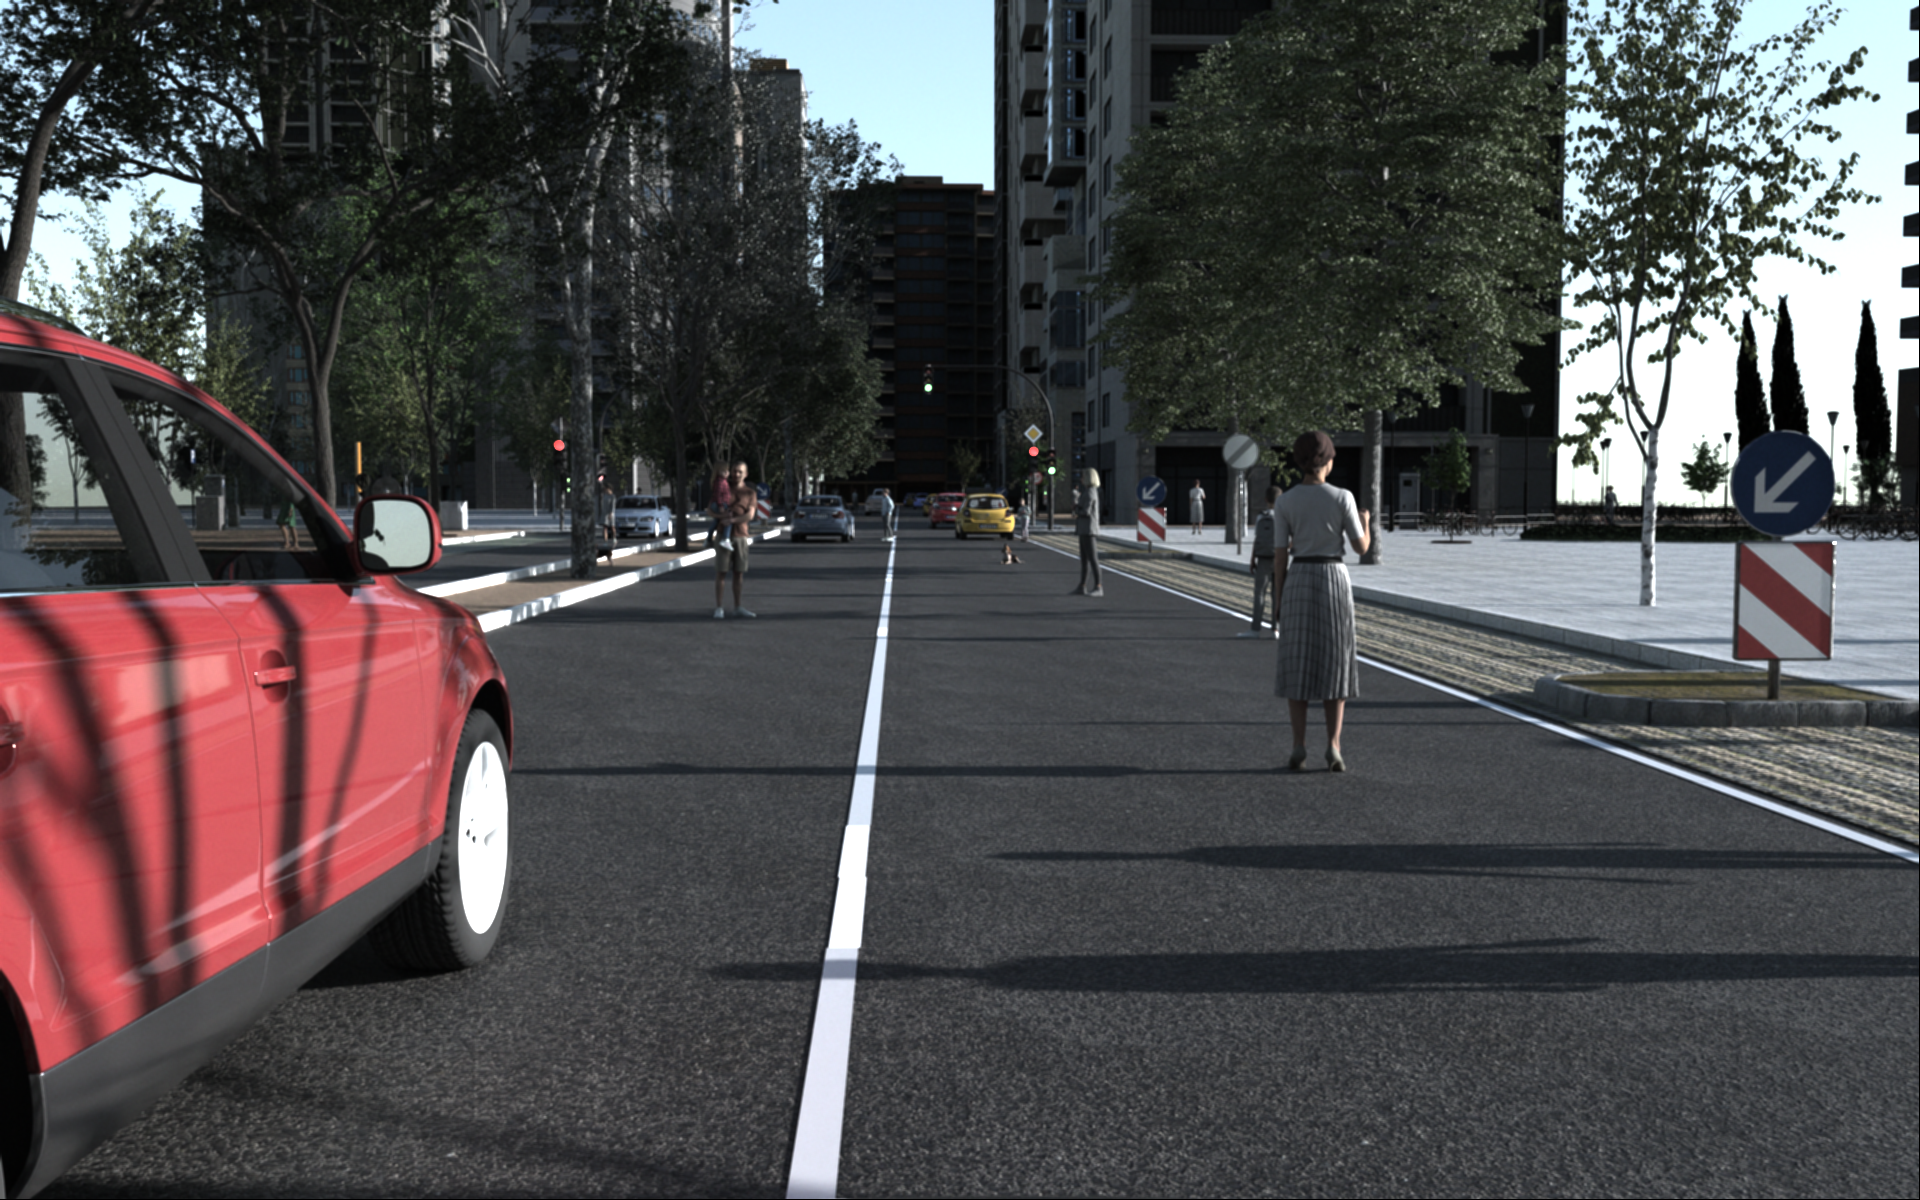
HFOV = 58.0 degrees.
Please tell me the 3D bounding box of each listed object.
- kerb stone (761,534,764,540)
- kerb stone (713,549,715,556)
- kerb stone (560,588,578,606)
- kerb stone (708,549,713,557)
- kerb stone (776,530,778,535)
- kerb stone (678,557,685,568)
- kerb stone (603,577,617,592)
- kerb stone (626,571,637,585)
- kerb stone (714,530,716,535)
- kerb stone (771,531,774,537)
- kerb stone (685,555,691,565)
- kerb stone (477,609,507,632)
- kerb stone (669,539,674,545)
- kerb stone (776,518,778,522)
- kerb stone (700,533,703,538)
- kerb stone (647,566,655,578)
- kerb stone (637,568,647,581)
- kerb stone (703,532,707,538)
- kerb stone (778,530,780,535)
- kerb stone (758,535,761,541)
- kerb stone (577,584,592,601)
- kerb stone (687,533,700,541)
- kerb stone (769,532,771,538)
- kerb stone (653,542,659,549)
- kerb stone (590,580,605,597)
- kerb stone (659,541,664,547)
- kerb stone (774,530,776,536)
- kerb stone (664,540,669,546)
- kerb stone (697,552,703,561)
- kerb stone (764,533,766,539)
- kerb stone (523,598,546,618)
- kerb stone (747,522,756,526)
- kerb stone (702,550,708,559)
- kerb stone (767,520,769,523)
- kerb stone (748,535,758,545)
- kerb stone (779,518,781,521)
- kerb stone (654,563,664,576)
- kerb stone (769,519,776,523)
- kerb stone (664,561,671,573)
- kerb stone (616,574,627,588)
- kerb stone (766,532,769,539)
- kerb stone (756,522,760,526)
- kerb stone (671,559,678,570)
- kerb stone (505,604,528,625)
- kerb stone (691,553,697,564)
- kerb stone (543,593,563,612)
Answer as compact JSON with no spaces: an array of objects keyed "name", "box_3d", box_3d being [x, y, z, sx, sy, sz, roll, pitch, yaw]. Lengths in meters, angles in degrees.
[{"name":"kerb stone","box_3d":[-6.205,-1.895,53.185,0.120,0.150,1.000,0,4,-2]},{"name":"kerb stone","box_3d":[-5.753,-1.082,39.883,0.120,0.150,1.000,0,4,-2]},{"name":"kerb stone","box_3d":[-5.142,-0.017,22.476,0.120,0.150,1.000,0,4,-2]},{"name":"kerb stone","box_3d":[-5.712,-1.019,38.862,0.120,0.150,1.000,0,4,-2]},{"name":"kerb stone","box_3d":[-6.416,-2.272,59.338,0.120,0.150,1.000,0,4,-2]},{"name":"kerb stone","box_3d":[-5.526,-0.704,33.740,0.120,0.150,1.000,0,4,-2]},{"name":"kerb stone","box_3d":[-5.243,-0.205,25.552,0.120,0.150,1.000,0,4,-2]},{"name":"kerb stone","box_3d":[-5.325,-0.330,27.598,0.120,0.150,1.000,0,4,-2]},{"name":"kerb stone","box_3d":[-8.508,-2.269,59.298,0.120,0.150,1.000,0,4,-2]},{"name":"kerb stone","box_3d":[-6.348,-2.145,57.291,0.120,0.150,1.000,0,4,-2]},{"name":"kerb stone","box_3d":[-5.569,-0.769,34.764,0.120,0.150,1.000,0,4,-2]},{"name":"kerb stone","box_3d":[-5.010,0.234,18.364,0.120,0.150,1.000,0,4,-2]},{"name":"kerb stone","box_3d":[-8.125,-1.581,48.050,0.120,0.150,1.000,0,4,-2]},{"name":"kerb stone","box_3d":[-9.535,-4.055,88.489,0.120,0.150,1.000,0,4,-2]},{"name":"kerb stone","box_3d":[-8.375,-2.019,55.209,0.120,0.150,1.000,0,4,-2]},{"name":"kerb stone","box_3d":[-5.395,-0.455,29.641,0.120,0.150,1.000,0,4,-2]},{"name":"kerb stone","box_3d":[-5.355,-0.392,28.620,0.120,0.150,1.000,0,4,-2]},{"name":"kerb stone","box_3d":[-8.417,-2.082,56.230,0.120,0.150,1.000,0,4,-2]},{"name":"kerb stone","box_3d":[-6.448,-2.332,60.360,0.120,0.150,1.000,0,4,-2]},{"name":"kerb stone","box_3d":[-6.170,-1.833,52.162,0.120,0.150,1.000,0,4,-2]},{"name":"kerb stone","box_3d":[-5.182,-0.080,23.502,0.120,0.150,1.000,0,4,-2]},{"name":"kerb stone","box_3d":[-8.339,-1.957,54.188,0.120,0.150,1.000,0,4,-2]},{"name":"kerb stone","box_3d":[-6.311,-2.084,56.269,0.120,0.150,1.000,0,4,-2]},{"name":"kerb stone","box_3d":[-8.010,-1.390,44.980,0.120,0.150,1.000,0,4,-2]},{"name":"kerb stone","box_3d":[-5.211,-0.140,24.530,0.120,0.150,1.000,0,4,-2]},{"name":"kerb stone","box_3d":[-8.064,-1.453,46.000,0.120,0.150,1.000,0,4,-2]},{"name":"kerb stone","box_3d":[-6.385,-2.209,58.317,0.120,0.150,1.000,0,4,-2]},{"name":"kerb stone","box_3d":[-8.096,-1.519,47.027,0.120,0.150,1.000,0,4,-2]},{"name":"kerb stone","box_3d":[-5.642,-0.893,36.807,0.120,0.150,1.000,0,4,-2]},{"name":"kerb stone","box_3d":[-6.244,-1.958,54.209,0.120,0.150,1.000,0,4,-2]},{"name":"kerb stone","box_3d":[-5.069,0.111,20.409,0.120,0.150,1.000,0,4,-2]},{"name":"kerb stone","box_3d":[-9.069,-3.240,75.173,0.120,0.150,1.000,0,4,-2]},{"name":"kerb stone","box_3d":[-5.679,-0.956,37.830,0.120,0.150,1.000,0,4,-2]},{"name":"kerb stone","box_3d":[-9.317,-3.673,82.339,0.120,0.150,1.000,0,4,-2]},{"name":"kerb stone","box_3d":[-6.140,-1.770,51.140,0.120,0.150,1.000,0,4,-2]},{"name":"kerb stone","box_3d":[-9.599,-4.180,90.535,0.120,0.150,1.000,0,4,-2]},{"name":"kerb stone","box_3d":[-5.424,-0.518,30.670,0.120,0.150,1.000,0,4,-2]},{"name":"kerb stone","box_3d":[-9.499,-3.992,87.467,0.120,0.150,1.000,0,4,-2]},{"name":"kerb stone","box_3d":[-5.460,-0.581,31.697,0.120,0.150,1.000,0,4,-2]},{"name":"kerb stone","box_3d":[-5.288,-0.266,26.577,0.120,0.150,1.000,0,4,-2]},{"name":"kerb stone","box_3d":[-6.278,-2.021,55.242,0.120,0.150,1.000,0,4,-2]},{"name":"kerb stone","box_3d":[-9.139,-3.365,77.217,0.120,0.150,1.000,0,4,-2]},{"name":"kerb stone","box_3d":[-5.494,-0.640,32.719,0.120,0.150,1.000,0,4,-2]},{"name":"kerb stone","box_3d":[-5.030,0.175,19.386,0.120,0.150,1.000,0,4,-2]},{"name":"kerb stone","box_3d":[-5.602,-0.831,35.785,0.120,0.150,1.000,0,4,-2]},{"name":"kerb stone","box_3d":[-5.111,0.046,21.445,0.120,0.150,1.000,0,4,-2]}]
